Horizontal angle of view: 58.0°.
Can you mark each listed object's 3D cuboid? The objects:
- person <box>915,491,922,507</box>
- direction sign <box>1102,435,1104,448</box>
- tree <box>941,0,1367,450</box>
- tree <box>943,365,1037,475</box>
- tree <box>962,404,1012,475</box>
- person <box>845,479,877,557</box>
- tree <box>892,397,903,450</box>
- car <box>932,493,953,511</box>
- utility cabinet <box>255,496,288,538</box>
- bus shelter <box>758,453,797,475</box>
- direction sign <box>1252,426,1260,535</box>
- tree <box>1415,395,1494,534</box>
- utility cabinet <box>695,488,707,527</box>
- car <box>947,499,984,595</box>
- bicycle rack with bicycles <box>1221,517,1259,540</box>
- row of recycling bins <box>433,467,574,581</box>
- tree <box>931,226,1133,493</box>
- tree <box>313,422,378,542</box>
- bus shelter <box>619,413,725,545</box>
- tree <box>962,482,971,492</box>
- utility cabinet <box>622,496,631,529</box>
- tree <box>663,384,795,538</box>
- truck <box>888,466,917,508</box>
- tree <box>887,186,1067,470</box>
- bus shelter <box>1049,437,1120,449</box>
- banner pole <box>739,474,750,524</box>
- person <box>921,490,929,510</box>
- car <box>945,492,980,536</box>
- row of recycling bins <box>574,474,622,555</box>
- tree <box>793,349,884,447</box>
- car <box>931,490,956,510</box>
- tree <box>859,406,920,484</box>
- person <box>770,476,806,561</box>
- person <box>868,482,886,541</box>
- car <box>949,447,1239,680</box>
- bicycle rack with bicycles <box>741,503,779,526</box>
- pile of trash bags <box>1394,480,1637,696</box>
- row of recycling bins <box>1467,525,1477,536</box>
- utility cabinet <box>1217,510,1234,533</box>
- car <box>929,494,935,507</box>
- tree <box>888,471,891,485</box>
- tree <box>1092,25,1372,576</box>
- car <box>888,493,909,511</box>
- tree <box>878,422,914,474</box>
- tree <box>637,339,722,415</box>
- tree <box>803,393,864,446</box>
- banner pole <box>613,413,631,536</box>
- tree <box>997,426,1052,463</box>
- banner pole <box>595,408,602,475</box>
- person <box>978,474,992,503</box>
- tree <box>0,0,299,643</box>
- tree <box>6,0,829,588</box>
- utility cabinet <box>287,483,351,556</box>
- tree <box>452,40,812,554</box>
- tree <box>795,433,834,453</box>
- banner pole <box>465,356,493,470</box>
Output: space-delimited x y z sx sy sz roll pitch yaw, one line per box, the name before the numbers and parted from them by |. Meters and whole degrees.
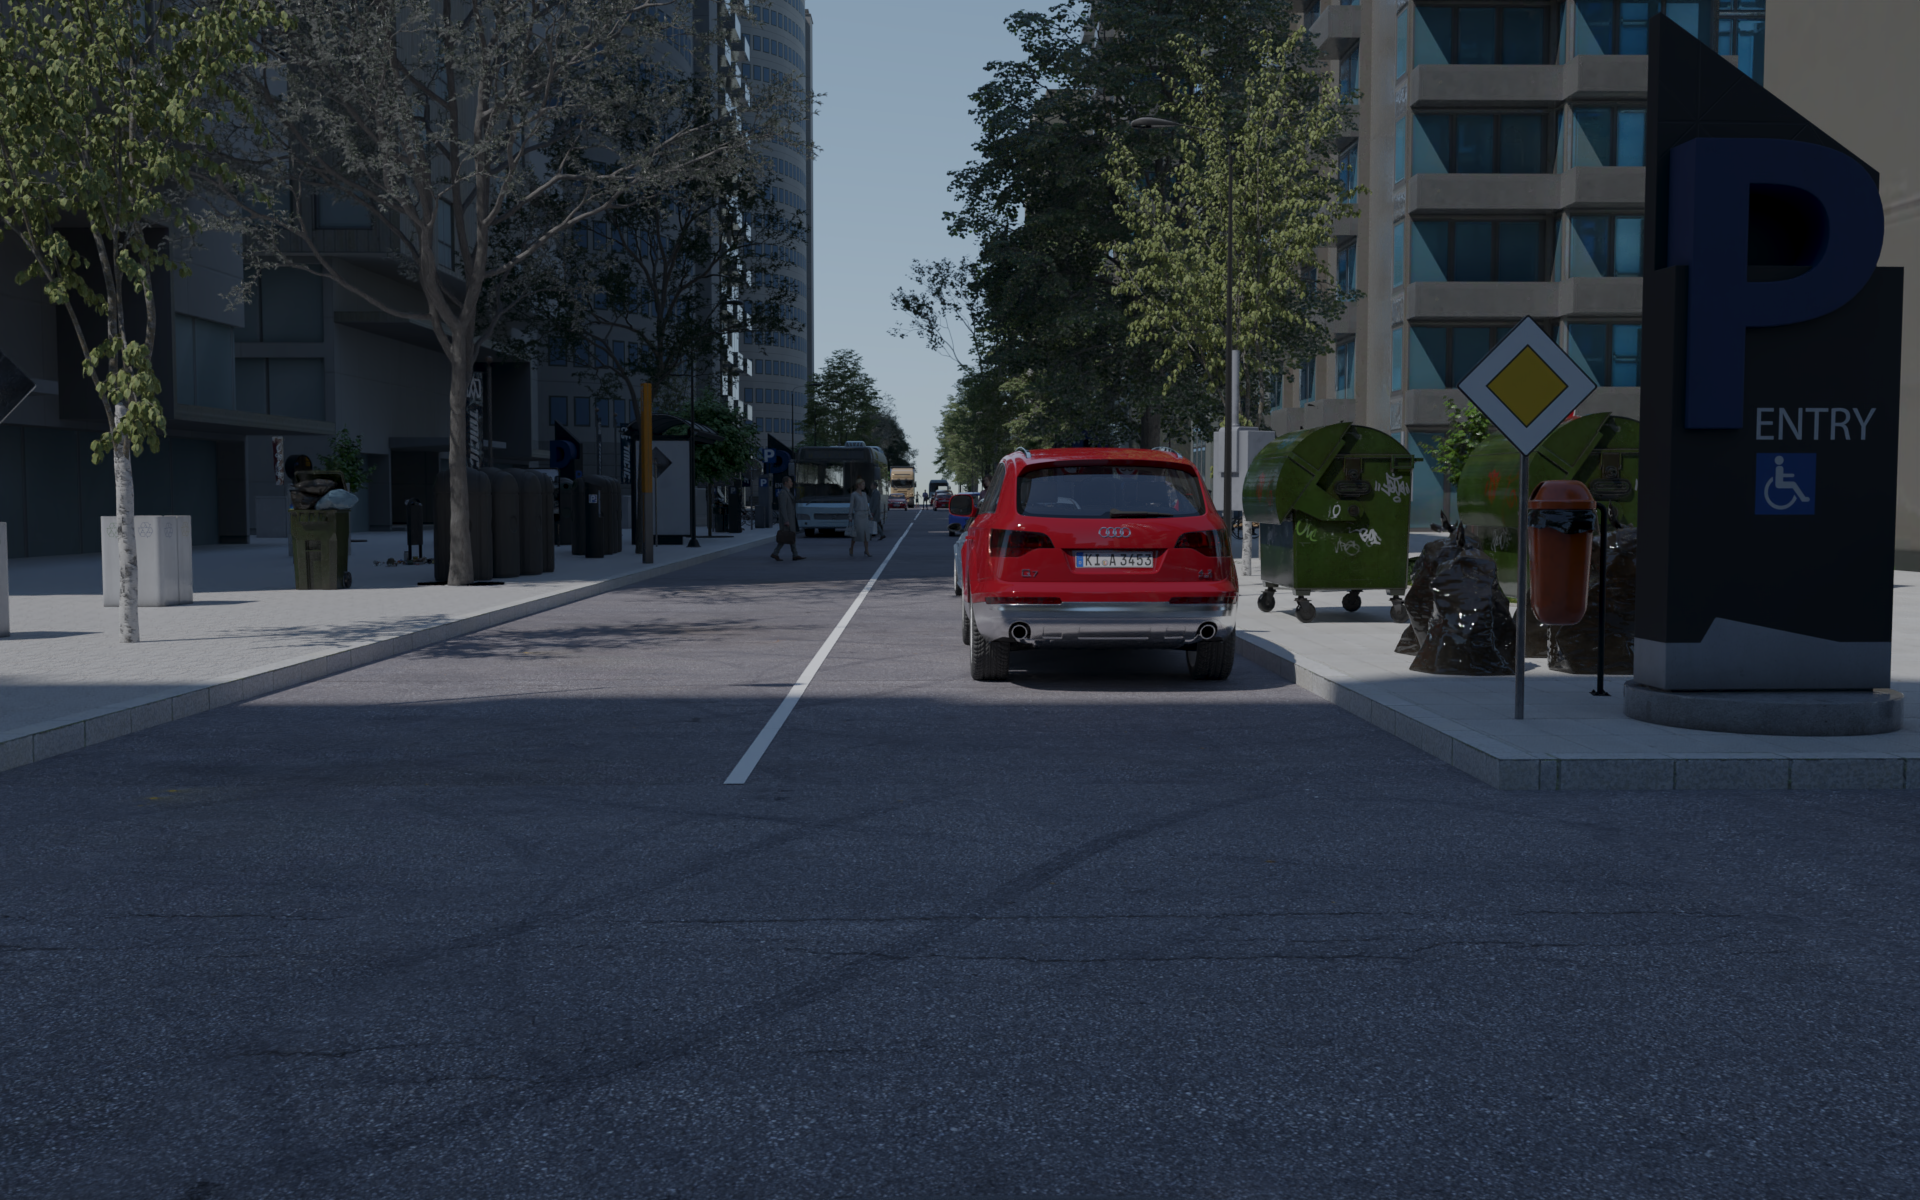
person | -4.639 -10.815 186.107 1.217 1.735 0.721 -2 4 -29
direction sign | 4.084 -3.518 49.523 0.379 3.537 0.876 0 4 4
tree | 4.256 -8.065 38.519 9.857 13.997 8.962 0 3 0
tree | 2.170 -12.854 135.913 9.928 11.665 9.643 0 3 0
tree | 2.226 -10.742 125.989 4.360 8.622 3.978 0 3 0
person | -2.281 -1.887 39.703 0.694 1.780 0.624 -2 4 -29
tree | -9.695 -15.208 159.014 12.009 13.543 11.850 0 3 0
car | -1.316 -8.362 145.751 2.155 1.783 4.494 0 4 -2
utility cabinet | -20.143 -2.428 50.860 1.020 1.237 0.306 1 4 13
bus shelter | -8.095 -5.275 80.170 2.014 3.302 5.546 0 4 -1
direction sign | 9.094 -3.791 53.972 0.379 3.537 0.876 -1 4 -22
tree | 8.667 -2.104 29.003 1.663 3.219 1.824 0 3 0
utility cabinet | -10.035 -3.605 67.616 0.318 1.500 1.173 3 5 40
car | 0.855 -0.676 23.059 2.014 1.417 4.499 0 4 -3
bicycle rack with bicycles | 8.479 -2.189 49.173 2.925 0.926 2.852 1 4 21
row of recycling bins | -7.202 -1.222 27.095 1.069 1.692 3.534 0 4 6
tree | 3.723 -9.256 69.469 7.486 12.596 7.792 0 3 0
tree | -16.368 -3.174 46.502 1.663 3.219 1.824 0 3 0
bus shelter | -7.568 -3.191 46.095 2.014 3.302 5.546 0 4 -1
tree | 1.008 -12.779 203.544 1.663 3.219 1.824 0 3 0
utility cabinet | -12.179 -3.260 64.469 0.306 1.237 1.020 2 4 24
tree | -7.511 -4.133 51.287 4.285 4.588 4.351 0 3 0
truck | -5.852 -11.517 177.218 2.839 4.237 11.283 0 4 -1
tree | 1.370 -15.473 108.875 12.611 20.169 13.585 0 3 0
bus shelter | 4.136 -3.973 58.887 2.014 3.302 5.546 0 4 -1
banner pole | -9.385 -5.197 74.995 0.863 3.779 0.401 2 4 24
person | -3.120 -8.986 155.293 0.709 1.838 0.599 0 4 -3
car | 0.450 -3.076 59.885 1.945 1.707 3.694 0 3 0
row of recycling bins | -7.930 -1.885 37.933 1.069 1.692 3.534 -1 4 -8
tree | -9.380 -13.287 135.375 7.486 12.596 7.792 0 3 0
car | -1.431 -8.991 155.671 2.281 1.827 5.304 0 4 -1
tree | -10.665 -18.763 223.789 9.611 12.733 9.660 0 3 0
person | -3.685 -1.748 37.184 0.767 1.812 0.694 0 4 0
person | -2.661 -2.744 53.462 0.767 1.812 0.694 0 4 -4
car | 1.053 -0.379 14.878 2.281 1.827 5.304 0 4 -1
bicycle rack with bicycles | -8.306 -3.521 70.948 2.925 0.926 2.852 -2 4 -28
pile of trash bags | 4.164 -0.166 12.468 1.912 1.369 3.447 1 4 12
row of recycling bins | 11.145 -1.649 34.072 1.069 1.692 3.534 -1 4 -16
utility cabinet | 8.637 -2.776 56.549 0.306 1.237 1.020 2 4 30
car | -2.585 -11.685 200.087 2.155 1.783 4.494 0 4 -3
tree | -8.813 -12.545 188.828 4.285 4.588 4.351 0 3 0
tree | 4.250 -4.679 26.865 4.737 8.622 4.395 0 3 0
car | -5.423 -8.549 148.809 2.155 1.783 4.494 0 4 -2
tree | -9.422 -16.819 209.396 8.767 10.594 7.601 2 4 24
tree | -12.909 -7.843 78.599 4.360 8.622 3.978 0 3 0
tree | -8.866 -10.658 124.614 4.737 8.622 4.395 0 3 0
banner pole | -10.434 -3.886 53.558 0.863 3.779 0.401 -3 5 -39
tree | 3.397 -5.824 78.931 4.285 4.588 4.351 0 3 0
banner pole | -10.431 -3.674 50.081 0.401 3.779 0.863 -1 4 -22
person | 0.541 -1.581 34.353 0.555 1.821 0.388 0 4 8
tree | -7.325 -3.924 14.521 4.737 8.622 4.395 0 3 0
tree | -7.062 -6.956 24.107 12.009 13.543 11.850 0 3 0
utility cabinet | -13.143 -1.641 35.515 1.173 1.500 0.318 0 4 -2
tree | -6.928 -6.251 36.616 8.767 10.594 7.601 1 4 8
tree | -7.876 -6.682 92.956 4.285 4.588 4.351 0 3 0
banner pole | -8.654 -2.525 31.303 0.401 3.779 0.863 2 4 30
